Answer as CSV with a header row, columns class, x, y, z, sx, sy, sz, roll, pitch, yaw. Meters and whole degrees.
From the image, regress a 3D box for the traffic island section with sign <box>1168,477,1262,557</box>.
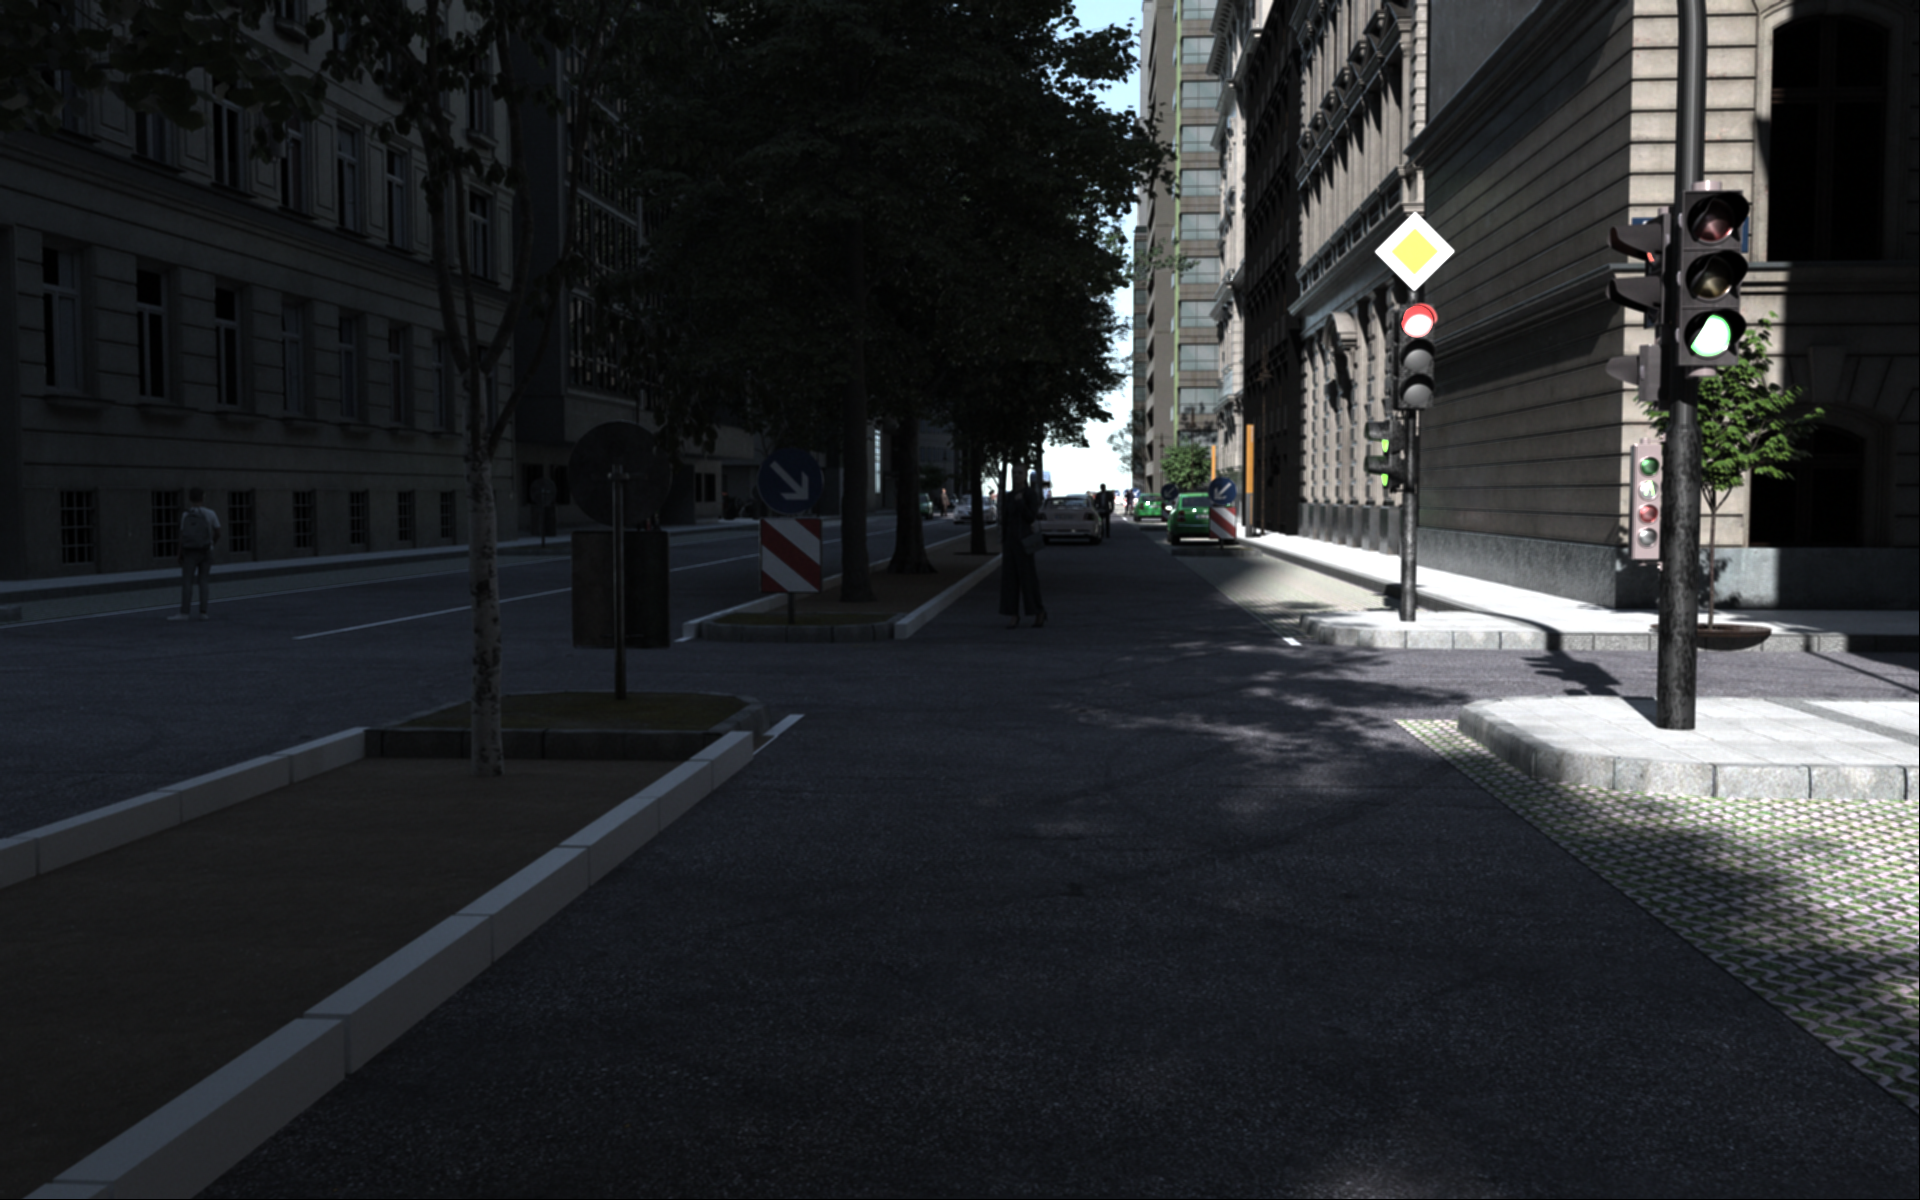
class,x,y,z,sx,sy,sz,roll,pitch,yaw
traffic island section with sign,5.946,-1.940,40.350,1.989,1.847,2.006,0,4,4

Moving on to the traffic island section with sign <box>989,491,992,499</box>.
class,x,y,z,sx,sy,sz,roll,pitch,yaw
traffic island section with sign,4.155,-13.398,227.682,1.989,1.847,2.006,0,4,4

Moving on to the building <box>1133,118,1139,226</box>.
class,x,y,z,sx,sy,sz,roll,pitch,yaw
building,37.694,-39.548,235.851,28.713,52.752,27.495,0,4,4

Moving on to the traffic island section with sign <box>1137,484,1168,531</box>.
class,x,y,z,sx,sy,sz,roll,pitch,yaw
traffic island section with sign,7.984,-3.584,67.229,1.989,1.847,2.006,0,4,4

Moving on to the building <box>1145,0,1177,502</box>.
class,x,y,z,sx,sy,sz,roll,pitch,yaw
building,27.846,-32.535,155.654,21.300,48.544,21.600,0,4,4

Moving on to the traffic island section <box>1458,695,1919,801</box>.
class,x,y,z,sx,sy,sz,roll,pitch,yaw
traffic island section,3.943,0.780,9.528,2.009,0.180,2.903,0,4,4

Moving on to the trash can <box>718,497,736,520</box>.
class,x,y,z,sx,sy,sz,roll,pitch,yaw
trash can,-11.412,-4.525,85.631,0.748,1.137,0.748,0,3,0

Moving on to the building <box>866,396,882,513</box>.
class,x,y,z,sx,sy,sz,roll,pitch,yaw
building,-16.582,-49.558,122.940,22.319,86.520,31.000,0,4,4

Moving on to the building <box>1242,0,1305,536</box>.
class,x,y,z,sx,sy,sz,roll,pitch,yaw
building,16.813,-14.100,60.214,12.332,23.373,15.834,0,4,4

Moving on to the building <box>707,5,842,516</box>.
class,x,y,z,sx,sy,sz,roll,pitch,yaw
building,-14.411,-20.196,101.912,14.160,30.474,14.107,0,4,4

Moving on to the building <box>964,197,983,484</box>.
class,x,y,z,sx,sy,sz,roll,pitch,yaw
building,-8.342,-35.453,234.285,22.147,44.769,28.867,0,4,4

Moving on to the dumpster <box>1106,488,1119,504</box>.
class,x,y,z,sx,sy,sz,roll,pitch,yaw
dumpster,21.867,-14.881,248.252,1.985,2.255,1.502,0,4,5

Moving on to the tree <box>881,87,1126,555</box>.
class,x,y,z,sx,sy,sz,roll,pitch,yaw
tree,0.332,-6.872,40.563,9.928,11.665,9.643,0,3,0

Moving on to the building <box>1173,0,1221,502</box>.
class,x,y,z,sx,sy,sz,roll,pitch,yaw
building,20.296,-25.886,106.837,14.154,41.232,14.086,0,4,4

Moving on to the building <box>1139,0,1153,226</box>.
class,x,y,z,sx,sy,sz,roll,pitch,yaw
building,31.950,-40.708,207.582,21.231,58.520,28.212,0,4,4

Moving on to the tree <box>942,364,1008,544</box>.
class,x,y,z,sx,sy,sz,roll,pitch,yaw
tree,1.097,-5.899,49.262,4.737,8.622,4.395,0,3,0

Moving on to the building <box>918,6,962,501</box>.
class,x,y,z,sx,sy,sz,roll,pitch,yaw
building,-11.284,-39.706,191.188,21.231,58.520,28.212,0,4,4

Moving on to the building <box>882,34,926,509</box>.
class,x,y,z,sx,sy,sz,roll,pitch,yaw
building,-17.619,-34.513,153.523,28.713,52.752,27.495,0,4,4

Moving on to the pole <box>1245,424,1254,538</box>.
class,x,y,z,sx,sy,sz,roll,pitch,yaw
pole,8.508,-3.488,50.865,0.158,3.312,0.155,0,3,0

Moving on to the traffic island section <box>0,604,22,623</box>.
class,x,y,z,sx,sy,sz,roll,pitch,yaw
traffic island section,-11.650,0.218,18.715,2.009,0.180,2.903,0,4,4

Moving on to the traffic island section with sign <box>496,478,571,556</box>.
class,x,y,z,sx,sy,sz,roll,pitch,yaw
traffic island section with sign,-9.980,-1.975,40.927,1.989,1.847,2.006,0,4,4

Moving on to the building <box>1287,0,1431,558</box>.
class,x,y,z,sx,sy,sz,roll,pitch,yaw
building,14.263,-13.033,41.960,11.050,23.489,19.941,0,4,4

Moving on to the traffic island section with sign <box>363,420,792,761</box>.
class,x,y,z,sx,sy,sz,roll,pitch,yaw
traffic island section with sign,-2.177,-0.128,10.228,2.006,1.907,1.989,0,4,4

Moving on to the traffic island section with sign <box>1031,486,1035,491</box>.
class,x,y,z,sx,sy,sz,roll,pitch,yaw
traffic island section with sign,4.047,-5.162,92.540,2.006,1.907,1.989,0,4,4

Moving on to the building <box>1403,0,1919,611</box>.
class,x,y,z,sx,sy,sz,roll,pitch,yaw
building,24.570,-12.435,22.405,34.723,24.649,14.460,0,4,4

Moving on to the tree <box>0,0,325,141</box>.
class,x,y,z,sx,sy,sz,roll,pitch,yaw
tree,-2.686,-4.990,2.165,7.486,12.596,7.792,0,3,0

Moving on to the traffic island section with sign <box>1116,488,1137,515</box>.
class,x,y,z,sx,sy,sz,roll,pitch,yaw
traffic island section with sign,11.706,-6.593,116.423,1.989,1.847,2.006,0,4,4

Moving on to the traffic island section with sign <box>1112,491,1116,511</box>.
class,x,y,z,sx,sy,sz,roll,pitch,yaw
traffic island section with sign,13.760,-8.261,143.696,1.989,1.847,2.006,0,4,4

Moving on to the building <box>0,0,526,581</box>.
class,x,y,z,sx,sy,sz,roll,pitch,yaw
building,-20.497,-12.241,33.419,16.112,22.955,30.059,0,4,4

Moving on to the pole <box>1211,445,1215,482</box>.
class,x,y,z,sx,sy,sz,roll,pitch,yaw
pole,10.601,-4.812,72.518,0.158,3.312,0.155,0,3,0

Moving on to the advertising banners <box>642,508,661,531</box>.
class,x,y,z,sx,sy,sz,roll,pitch,yaw
advertising banners,-10.232,-3.706,56.776,0.090,3.025,2.074,1,4,12

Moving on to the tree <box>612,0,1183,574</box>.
class,x,y,z,sx,sy,sz,roll,pitch,yaw
tree,-0.913,-6.806,30.745,9.611,12.733,9.660,0,3,0

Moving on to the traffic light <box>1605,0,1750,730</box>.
class,x,y,z,sx,sy,sz,roll,pitch,yaw
traffic light,1.811,-2.126,9.433,4.771,5.953,1.251,0,4,4

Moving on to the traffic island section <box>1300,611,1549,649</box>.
class,x,y,z,sx,sy,sz,roll,pitch,yaw
traffic island section,4.545,0.293,17.490,2.009,0.180,2.903,0,4,4

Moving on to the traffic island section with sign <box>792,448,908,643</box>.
class,x,y,z,sx,sy,sz,roll,pitch,yaw
traffic island section with sign,-1.609,-0.580,17.614,2.006,1.907,1.989,0,4,4

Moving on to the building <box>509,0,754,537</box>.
class,x,y,z,sx,sy,sz,roll,pitch,yaw
building,-17.412,-14.954,63.561,14.314,24.678,30.058,0,4,4

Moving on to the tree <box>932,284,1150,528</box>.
class,x,y,z,sx,sy,sz,roll,pitch,yaw
tree,2.741,-9.783,72.772,12.009,13.543,11.850,0,3,0

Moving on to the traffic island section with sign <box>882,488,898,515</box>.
class,x,y,z,sx,sy,sz,roll,pitch,yaw
traffic island section with sign,-4.179,-6.662,117.558,1.989,1.847,2.006,0,4,4

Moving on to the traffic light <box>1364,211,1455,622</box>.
class,x,y,z,sx,sy,sz,roll,pitch,yaw
traffic light,4.506,-1.741,17.379,0.839,4.253,0.868,0,4,4

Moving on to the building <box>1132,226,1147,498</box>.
class,x,y,z,sx,sy,sz,roll,pitch,yaw
building,25.720,-25.445,187.727,14.160,30.474,14.107,0,4,4

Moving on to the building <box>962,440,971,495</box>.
class,x,y,z,sx,sy,sz,roll,pitch,yaw
building,-6.171,-26.981,212.839,14.160,30.474,14.107,0,4,4

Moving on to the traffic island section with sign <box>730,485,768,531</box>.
class,x,y,z,sx,sy,sz,roll,pitch,yaw
traffic island section with sign,-7.904,-3.643,68.188,1.989,1.847,2.006,0,4,4

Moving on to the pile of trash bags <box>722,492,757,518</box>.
class,x,y,z,sx,sy,sz,roll,pitch,yaw
pile of trash bags,-11.908,-5.074,92.704,1.912,1.369,3.447,1,4,22

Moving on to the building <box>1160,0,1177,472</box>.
class,x,y,z,sx,sy,sz,roll,pitch,yaw
building,27.308,-31.133,128.638,23.786,49.044,30.456,0,4,4

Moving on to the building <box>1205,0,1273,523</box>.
class,x,y,z,sx,sy,sz,roll,pitch,yaw
building,18.924,-17.886,79.819,14.401,28.519,23.554,0,4,4

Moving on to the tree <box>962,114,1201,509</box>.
class,x,y,z,sx,sy,sz,roll,pitch,yaw
tree,5.139,-13.908,85.745,12.611,20.169,13.585,0,3,0

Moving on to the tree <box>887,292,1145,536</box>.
class,x,y,z,sx,sy,sz,roll,pitch,yaw
tree,1.291,-7.253,55.463,8.767,10.594,7.601,0,4,4

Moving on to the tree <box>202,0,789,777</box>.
class,x,y,z,sx,sy,sz,roll,pitch,yaw
tree,-2.401,-3.393,8.292,4.360,8.622,3.978,0,3,0

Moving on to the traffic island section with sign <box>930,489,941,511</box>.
class,x,y,z,sx,sy,sz,roll,pitch,yaw
traffic island section with sign,-2.138,-8.315,144.582,1.989,1.847,2.006,0,4,4

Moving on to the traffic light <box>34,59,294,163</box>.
class,x,y,z,sx,sy,sz,roll,pitch,yaw
traffic light,-9.518,-2.678,18.455,4.771,5.953,1.251,0,4,4
